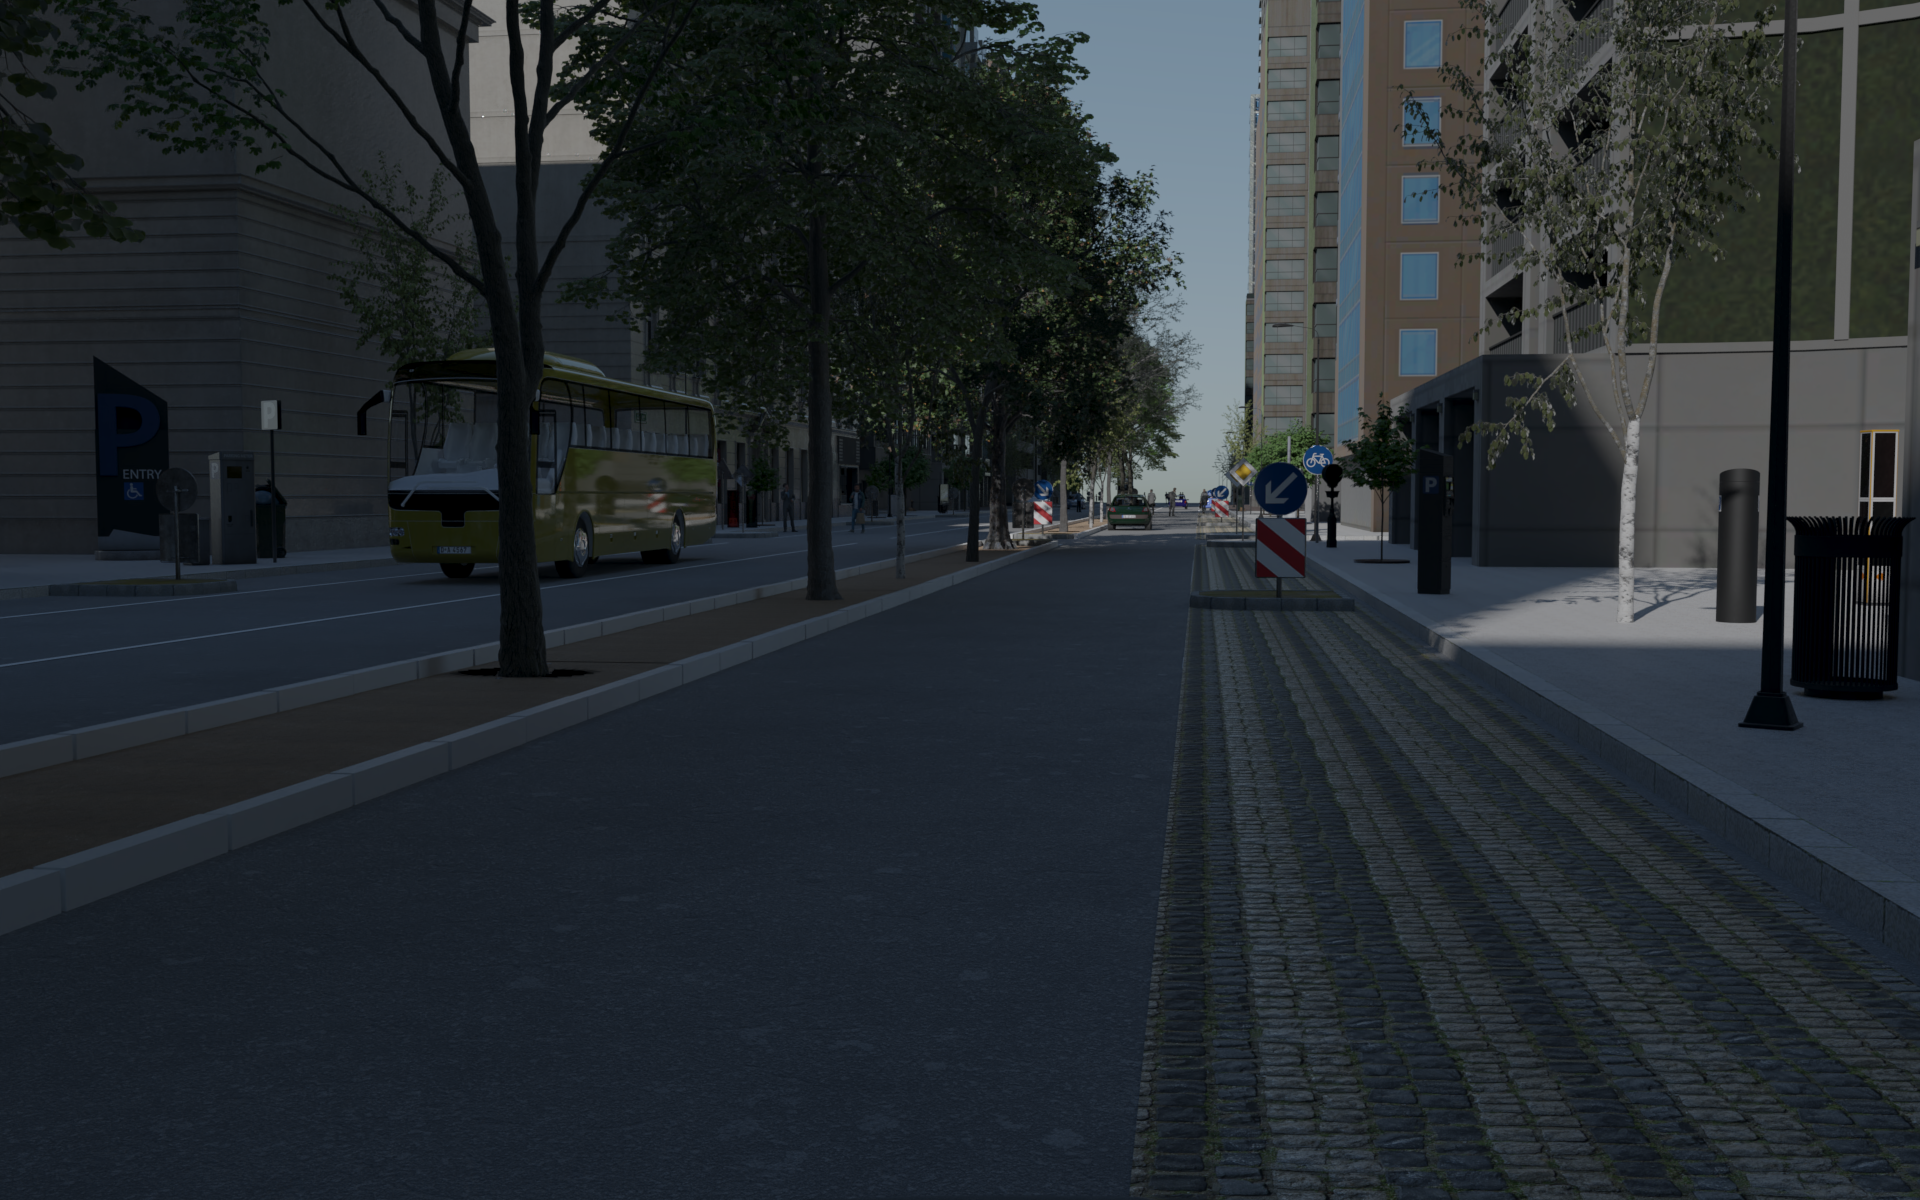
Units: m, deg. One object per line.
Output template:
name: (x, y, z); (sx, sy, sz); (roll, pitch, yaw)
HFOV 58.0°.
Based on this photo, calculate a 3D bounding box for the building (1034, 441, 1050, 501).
building: (4.193, -27.730, 225.084); (14.160, 30.474, 14.107); (0, 4, 8)

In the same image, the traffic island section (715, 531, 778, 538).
traffic island section: (-7.228, -2.157, 57.554); (2.009, 0.180, 2.903); (0, 4, 8)

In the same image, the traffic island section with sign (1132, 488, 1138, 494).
traffic island section with sign: (13.037, -7.470, 130.263); (2.006, 1.907, 1.989); (0, 4, 8)

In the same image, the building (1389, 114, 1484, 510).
building: (40.300, -45.074, 175.217); (20.563, 71.187, 20.611); (0, 4, 8)

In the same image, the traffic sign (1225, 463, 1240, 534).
traffic sign: (8.835, -3.157, 55.254); (0.795, 2.450, 0.064); (0, 4, 8)

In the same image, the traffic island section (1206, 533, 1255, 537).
traffic island section: (8.859, -2.021, 55.328); (2.009, 0.180, 2.903); (0, 4, 8)

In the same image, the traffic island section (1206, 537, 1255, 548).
traffic island section: (7.763, -1.537, 47.418); (2.009, 0.180, 2.903); (0, 4, 8)

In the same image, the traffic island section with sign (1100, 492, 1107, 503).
traffic island section with sign: (21.452, -15.648, 264.475); (1.989, 1.847, 2.006); (0, 4, 8)

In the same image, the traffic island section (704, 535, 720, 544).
traffic island section: (-8.324, -1.674, 49.645); (2.009, 0.180, 2.903); (0, 4, 8)

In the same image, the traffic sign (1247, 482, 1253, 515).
traffic sign: (18.217, -6.626, 108.444); (0.768, 2.556, 0.104); (1, 4, 17)

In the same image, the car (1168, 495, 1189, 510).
car: (20.378, -9.118, 161.658); (1.945, 1.354, 3.894); (0, 4, 8)

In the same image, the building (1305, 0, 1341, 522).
building: (24.129, -19.160, 84.969); (14.160, 30.474, 14.107); (0, 4, 8)

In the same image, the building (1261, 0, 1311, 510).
building: (32.494, -28.243, 145.366); (14.154, 41.232, 14.086); (0, 4, 8)

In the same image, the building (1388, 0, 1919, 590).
building: (19.878, -36.283, 31.474); (20.563, 71.187, 20.611); (0, 4, 8)

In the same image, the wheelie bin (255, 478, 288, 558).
wheelie bin: (-13.859, -1.642, 34.749); (0.693, 1.594, 0.980); (-2, 4, -23)

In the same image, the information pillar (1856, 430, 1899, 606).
information pillar: (10.551, -0.944, 19.932); (0.304, 2.012, 0.304); (0, 4, 3)

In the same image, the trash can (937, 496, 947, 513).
trash can: (-1.229, -6.568, 119.035); (0.748, 1.137, 0.748); (0, 3, 0)

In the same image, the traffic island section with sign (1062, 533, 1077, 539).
traffic island section with sign: (2.729, -2.917, 55.832); (2.006, 1.907, 1.989); (0, 4, 8)

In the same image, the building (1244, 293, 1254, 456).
building: (47.745, -29.110, 247.642); (14.160, 30.474, 14.107); (0, 4, 8)

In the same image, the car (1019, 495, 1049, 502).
car: (5.173, -6.531, 119.148); (2.083, 1.381, 4.827); (0, 4, 8)

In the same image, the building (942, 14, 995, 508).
building: (-8.288, -33.678, 170.236); (23.786, 49.044, 30.456); (0, 4, 8)

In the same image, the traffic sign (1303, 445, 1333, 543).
traffic sign: (9.365, -2.767, 45.346); (0.768, 2.556, 0.104); (1, 4, 15)

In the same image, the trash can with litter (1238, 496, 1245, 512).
trash can with litter: (20.771, -7.109, 127.619); (0.624, 1.170, 1.055); (-1, 4, -10)

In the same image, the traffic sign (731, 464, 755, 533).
traffic sign: (-7.204, -3.293, 57.489); (0.795, 2.450, 0.064); (0, 4, 8)

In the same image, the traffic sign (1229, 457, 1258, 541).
traffic sign: (7.739, -2.673, 47.344); (0.795, 2.450, 0.064); (0, 4, 8)

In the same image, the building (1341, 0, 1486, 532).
building: (21.408, -25.212, 62.321); (14.200, 45.320, 14.600); (0, 4, 8)

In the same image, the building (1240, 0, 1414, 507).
building: (47.871, -48.328, 228.418); (20.563, 71.187, 20.611); (0, 4, 8)

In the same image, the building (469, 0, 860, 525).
building: (-16.292, -18.680, 81.834); (17.030, 29.872, 44.131); (0, 4, 8)

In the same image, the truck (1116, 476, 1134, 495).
truck: (26.326, -17.564, 276.089); (2.839, 4.237, 11.283); (0, 4, 6)

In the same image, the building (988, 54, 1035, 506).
building: (-3.133, -34.989, 195.766); (21.300, 48.544, 21.600); (0, 4, 8)

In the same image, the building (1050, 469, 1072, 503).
building: (4.462, -43.069, 246.170); (21.231, 58.520, 28.212); (0, 4, 8)

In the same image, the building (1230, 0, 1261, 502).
building: (53.802, -58.448, 268.299); (22.319, 86.520, 31.000); (0, 4, 8)

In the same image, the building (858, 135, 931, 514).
building: (-10.668, -19.712, 115.792); (14.314, 27.812, 24.014); (0, 4, 8)

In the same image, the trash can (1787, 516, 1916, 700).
trash can: (5.609, 0.042, 10.967); (0.748, 1.137, 0.748); (0, 3, 0)

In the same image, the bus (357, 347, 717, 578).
bus: (-7.297, -2.522, 32.781); (2.896, 3.916, 12.252); (0, 4, 6)

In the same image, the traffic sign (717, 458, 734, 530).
traffic sign: (-8.535, -3.808, 62.266); (0.884, 2.594, 0.081); (1, 4, 16)

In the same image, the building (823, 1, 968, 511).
building: (-10.068, -43.110, 143.094); (20.563, 71.187, 20.611); (0, 4, 8)

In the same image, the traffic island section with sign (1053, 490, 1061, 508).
traffic island section with sign: (10.214, -10.688, 183.372); (1.989, 1.847, 2.006); (0, 4, 8)

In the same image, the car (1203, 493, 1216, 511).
car: (22.039, -8.641, 150.866); (1.945, 1.707, 3.694); (1, 4, 8)

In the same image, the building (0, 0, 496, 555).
building: (-25.535, -12.296, 42.846); (24.055, 21.916, 13.314); (0, 4, 8)

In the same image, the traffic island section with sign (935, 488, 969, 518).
traffic island section with sign: (-0.406, -6.001, 106.748); (1.989, 1.847, 2.006); (0, 4, 8)

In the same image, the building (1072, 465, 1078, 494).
building: (7.123, -39.603, 271.204); (21.300, 48.544, 21.600); (0, 4, 8)

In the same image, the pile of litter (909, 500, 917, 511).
pile of litter: (-3.866, -7.107, 130.169); (1.176, 0.858, 1.719); (-2, 4, -29)

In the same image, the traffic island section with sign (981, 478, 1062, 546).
traffic island section with sign: (1.702, -2.468, 48.496); (2.006, 1.907, 1.989); (0, 4, 8)

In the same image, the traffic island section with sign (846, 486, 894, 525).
traffic island section with sign: (-4.110, -4.368, 80.048); (1.989, 1.847, 2.006); (0, 4, 8)

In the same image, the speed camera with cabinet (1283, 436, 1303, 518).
speed camera with cabinet: (11.241, -3.935, 58.671); (0.660, 3.252, 2.038); (1, 4, 18)

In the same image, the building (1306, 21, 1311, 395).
building: (33.419, -34.894, 112.515); (21.231, 58.520, 28.212); (0, 4, 8)

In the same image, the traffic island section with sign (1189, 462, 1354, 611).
traffic island section with sign: (3.937, -0.822, 22.067); (1.989, 1.847, 2.006); (0, 4, 8)

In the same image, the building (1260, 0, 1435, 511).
building: (34.668, -31.140, 159.246); (14.600, 45.320, 14.200); (0, 4, 8)

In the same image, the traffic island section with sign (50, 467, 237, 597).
traffic island section with sign: (-11.708, -1.012, 25.177); (1.989, 1.847, 2.006); (0, 4, 8)

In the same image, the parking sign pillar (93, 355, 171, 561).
parking sign pillar: (-16.192, -2.779, 33.902); (1.447, 3.967, 1.447); (-2, 4, -24)

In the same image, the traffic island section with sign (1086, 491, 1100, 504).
traffic island section with sign: (17.751, -14.015, 237.774); (1.989, 1.847, 2.006); (0, 4, 8)

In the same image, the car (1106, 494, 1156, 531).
car: (6.821, -3.644, 69.368); (2.009, 1.686, 4.222); (0, 4, 7)

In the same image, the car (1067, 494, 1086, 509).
car: (10.937, -9.279, 163.710); (2.014, 1.417, 4.499); (0, 4, 8)
